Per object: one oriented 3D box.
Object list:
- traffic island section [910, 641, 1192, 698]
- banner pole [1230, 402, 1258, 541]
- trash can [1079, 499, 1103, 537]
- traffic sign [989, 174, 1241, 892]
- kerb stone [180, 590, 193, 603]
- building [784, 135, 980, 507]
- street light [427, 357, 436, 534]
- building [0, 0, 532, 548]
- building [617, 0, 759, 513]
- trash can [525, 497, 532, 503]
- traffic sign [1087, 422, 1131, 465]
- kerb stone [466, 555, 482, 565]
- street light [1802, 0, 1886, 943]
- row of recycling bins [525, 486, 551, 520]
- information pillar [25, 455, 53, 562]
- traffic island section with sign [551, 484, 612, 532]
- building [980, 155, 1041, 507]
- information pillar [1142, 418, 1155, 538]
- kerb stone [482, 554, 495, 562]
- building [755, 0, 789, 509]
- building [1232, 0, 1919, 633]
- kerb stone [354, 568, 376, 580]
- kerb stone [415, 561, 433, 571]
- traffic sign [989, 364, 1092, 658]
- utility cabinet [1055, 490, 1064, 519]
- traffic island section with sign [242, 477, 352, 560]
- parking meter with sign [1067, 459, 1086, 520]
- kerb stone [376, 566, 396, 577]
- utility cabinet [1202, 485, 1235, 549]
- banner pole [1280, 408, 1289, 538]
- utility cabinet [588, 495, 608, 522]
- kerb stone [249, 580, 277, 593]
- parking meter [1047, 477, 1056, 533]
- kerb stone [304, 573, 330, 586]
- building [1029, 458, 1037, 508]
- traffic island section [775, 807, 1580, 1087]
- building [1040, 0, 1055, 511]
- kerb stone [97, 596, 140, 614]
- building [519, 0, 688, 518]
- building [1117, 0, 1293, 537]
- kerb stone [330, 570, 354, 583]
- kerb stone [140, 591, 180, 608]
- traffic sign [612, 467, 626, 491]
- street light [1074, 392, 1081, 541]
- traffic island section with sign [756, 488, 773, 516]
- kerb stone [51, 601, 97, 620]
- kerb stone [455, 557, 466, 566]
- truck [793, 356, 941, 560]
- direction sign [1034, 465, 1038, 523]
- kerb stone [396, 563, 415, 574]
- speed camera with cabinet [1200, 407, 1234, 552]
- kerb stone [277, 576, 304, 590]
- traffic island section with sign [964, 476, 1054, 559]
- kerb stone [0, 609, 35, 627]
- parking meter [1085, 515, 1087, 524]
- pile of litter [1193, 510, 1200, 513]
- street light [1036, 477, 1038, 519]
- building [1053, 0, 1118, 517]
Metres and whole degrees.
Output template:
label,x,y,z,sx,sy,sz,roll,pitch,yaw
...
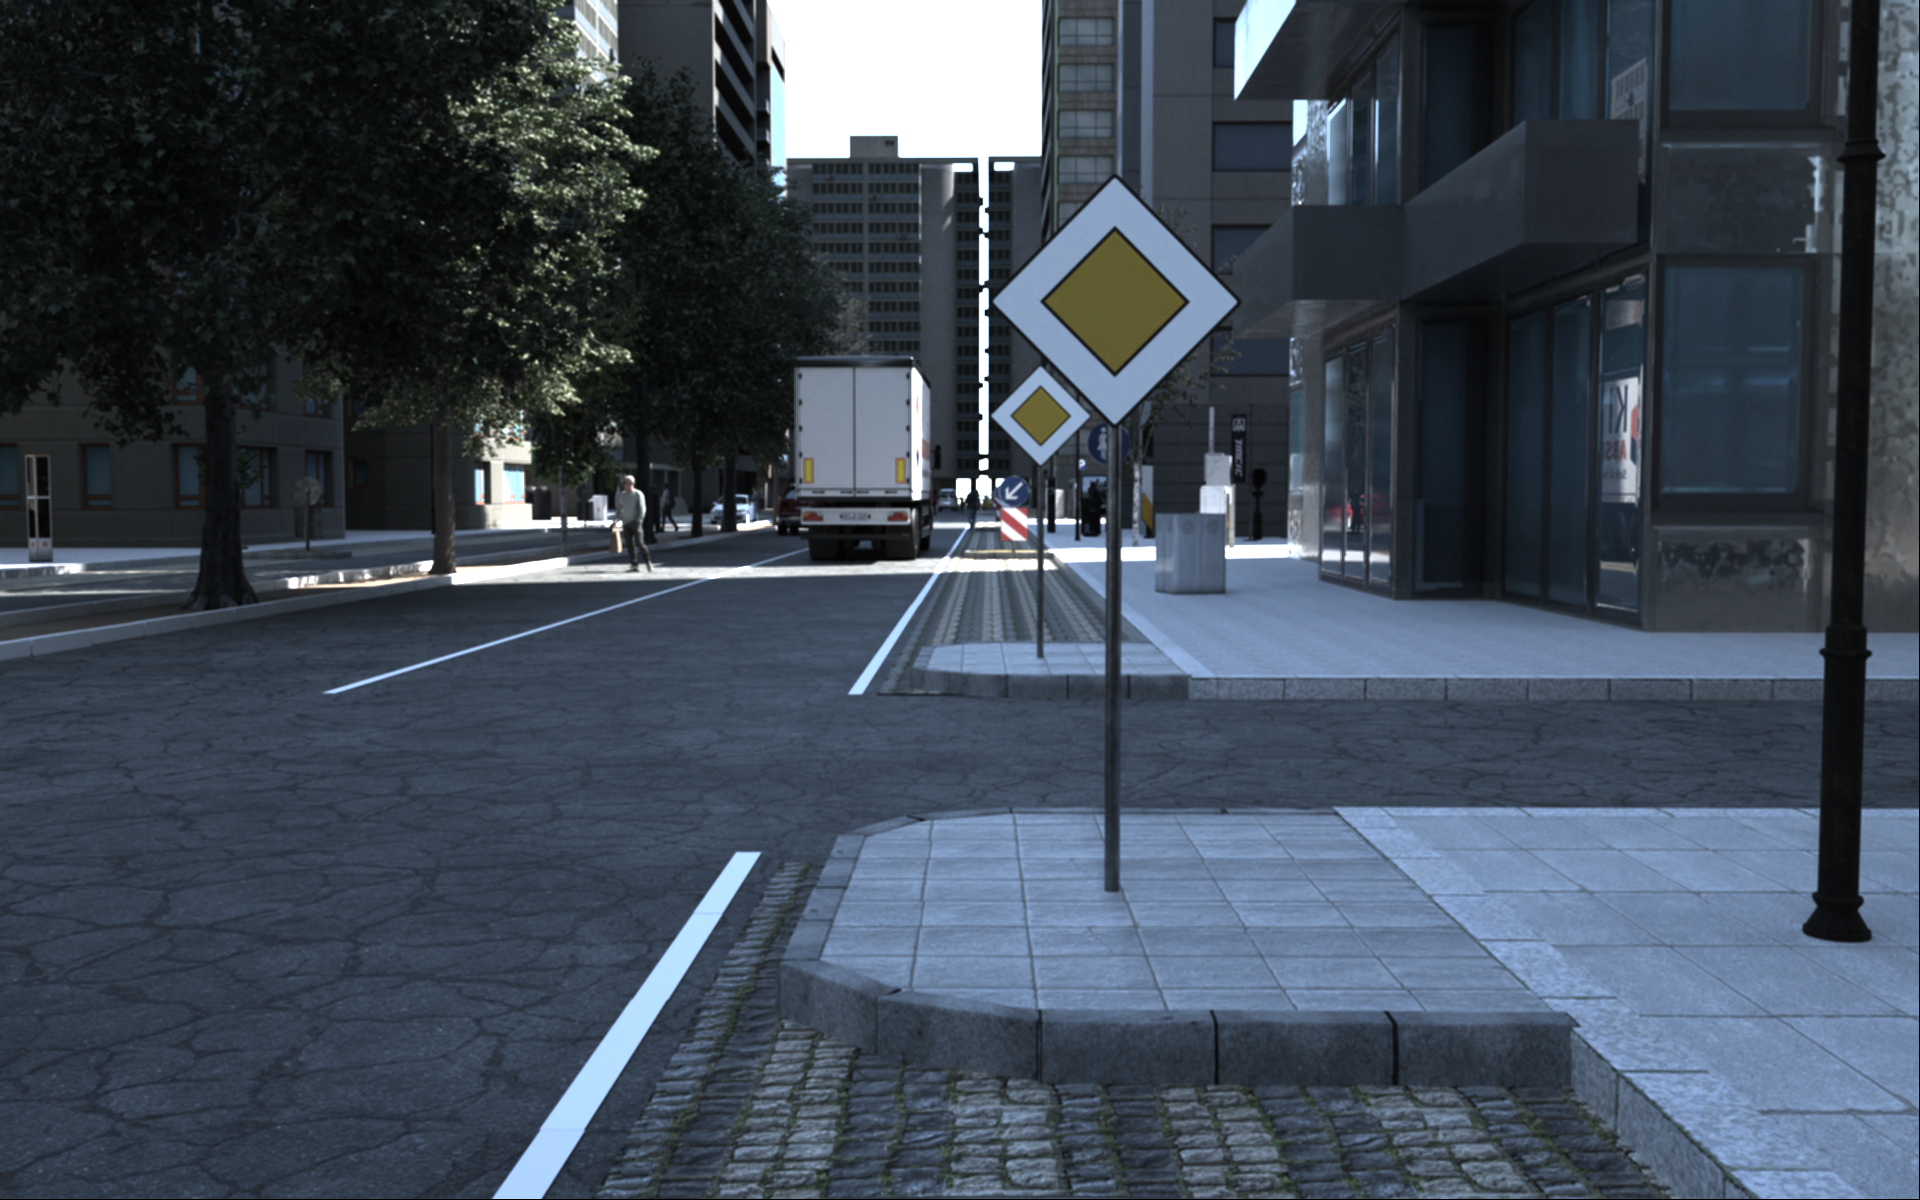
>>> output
label,x,y,z,sx,sy,sz,roll,pitch,yaw
traffic island section,0.650,0.531,13.603,2.009,0.180,2.903,0,4,1
banner pole,7.791,-3.520,47.568,0.863,3.779,0.401,3,5,39
trash can,3.957,-2.491,52.380,0.748,1.137,0.748,0,3,0
traffic sign,0.489,-0.116,5.542,0.795,2.450,0.064,0,4,1
kerb stone,-10.238,-0.052,23.042,0.120,0.150,1.000,0,4,1
building,-9.403,-30.468,190.036,23.993,40.220,32.217,0,4,1
street light,-16.756,-5.027,54.976,0.468,5.910,1.993,0,4,1
building,-31.371,-12.854,55.201,27.650,21.520,28.899,0,4,1
building,-26.590,-30.600,124.010,21.300,48.544,21.600,0,4,1
trash can,-21.058,-4.408,83.728,0.748,1.137,0.748,0,3,0
traffic sign,2.625,-1.864,30.583,0.768,2.556,0.104,0,4,8
kerb stone,-10.021,-0.798,35.336,0.120,0.150,1.000,0,4,1
street light,2.552,-1.962,4.862,0.468,5.910,1.993,0,4,1
row of recycling bins,-21.554,-4.855,86.486,1.069,1.692,3.534,-3,5,-42
information pillar,-17.327,-1.719,32.592,0.304,2.012,0.304,2,4,33
traffic island section with sign,-14.228,-3.474,65.430,1.989,1.847,2.006,0,4,1
building,14.577,-30.411,189.104,23.993,40.220,32.217,0,4,1
information pillar,5.431,-3.592,50.084,0.183,3.616,0.504,3,4,37
kerb stone,-10.011,-0.861,36.361,0.120,0.150,1.000,0,4,1
building,-23.375,-30.913,155.539,14.200,45.320,14.600,0,4,1
building,19.263,-24.724,23.841,30.456,49.044,23.786,0,4,1
kerb stone,-10.128,-0.428,29.192,0.120,0.150,1.000,0,4,1
kerb stone,-10.076,-0.616,32.267,0.120,0.150,1.000,0,4,1
traffic sign,0.626,-0.604,13.526,0.795,2.450,0.064,0,4,1
utility cabinet,4.786,-4.767,86.625,0.318,1.500,1.173,2,4,35
traffic island section with sign,-14.685,-1.826,38.478,1.989,1.847,2.006,0,4,1
parking meter with sign,5.821,-5.564,87.239,0.543,3.016,1.738,-1,4,-14
kerb stone,-10.110,-0.490,30.214,0.120,0.150,1.000,0,4,1
utility cabinet,6.034,-1.952,40.586,0.318,1.500,1.173,-1,4,-18
banner pole,9.743,-3.684,50.255,0.863,3.779,0.401,1,4,13
utility cabinet,-16.912,-4.264,80.876,1.020,1.237,0.306,2,4,34
kerb stone,-10.202,-0.177,25.092,0.120,0.150,1.000,0,4,1
parking meter,3.043,-3.176,57.642,0.255,1.863,0.399,0,4,6
kerb stone,-10.169,-0.301,27.145,0.120,0.150,1.000,0,4,1
building,17.490,-50.983,146.238,22.319,86.520,31.000,0,4,1
traffic island section,0.512,1.019,5.619,2.009,0.180,2.903,0,4,1
building,16.619,-30.425,121.157,21.300,48.544,21.600,0,4,1
kerb stone,-10.274,0.074,20.990,0.120,0.150,1.000,0,4,1
building,-33.288,-25.010,100.802,32.217,40.220,23.993,0,4,1
building,16.399,-31.907,63.681,21.231,58.520,28.212,0,4,1
kerb stone,-10.148,-0.364,28.170,0.120,0.150,1.000,0,4,1
kerb stone,-10.249,0.011,22.017,0.120,0.150,1.000,0,4,1
traffic sign,-15.962,-4.942,80.911,0.768,2.556,0.104,1,4,9
street light,3.239,-4.573,47.564,0.468,5.910,1.993,0,4,1
traffic island section with sign,-13.353,-6.544,115.623,1.989,1.847,2.006,0,4,1
kerb stone,-10.296,0.136,19.964,0.120,0.150,1.000,0,4,1
kerb stone,-10.046,-0.741,34.311,0.120,0.150,1.000,0,4,1
truck,-2.020,-3.182,40.933,2.839,4.237,11.283,0,4,1
direction sign,3.511,-5.229,77.486,0.379,3.537,0.876,0,4,-3
kerb stone,-10.096,-0.547,31.240,0.120,0.150,1.000,0,4,1
speed camera with cabinet,5.745,-2.715,38.720,0.660,3.252,2.038,1,4,13
kerb stone,-10.184,-0.236,26.115,0.120,0.150,1.000,0,4,1
traffic island section with sign,1.089,-1.842,38.738,1.989,1.847,2.006,0,4,1
kerb stone,-10.304,0.199,18.942,0.120,0.150,1.000,0,4,1
parking meter,5.469,-4.269,75.502,0.399,1.863,0.255,-3,5,-44
pile of litter,6.184,-1.919,45.346,1.719,0.858,1.176,2,4,31
street light,3.937,-7.022,87.595,0.468,5.910,1.993,0,4,1
building,12.581,-25.664,103.208,14.154,41.232,14.086,0,4,1
